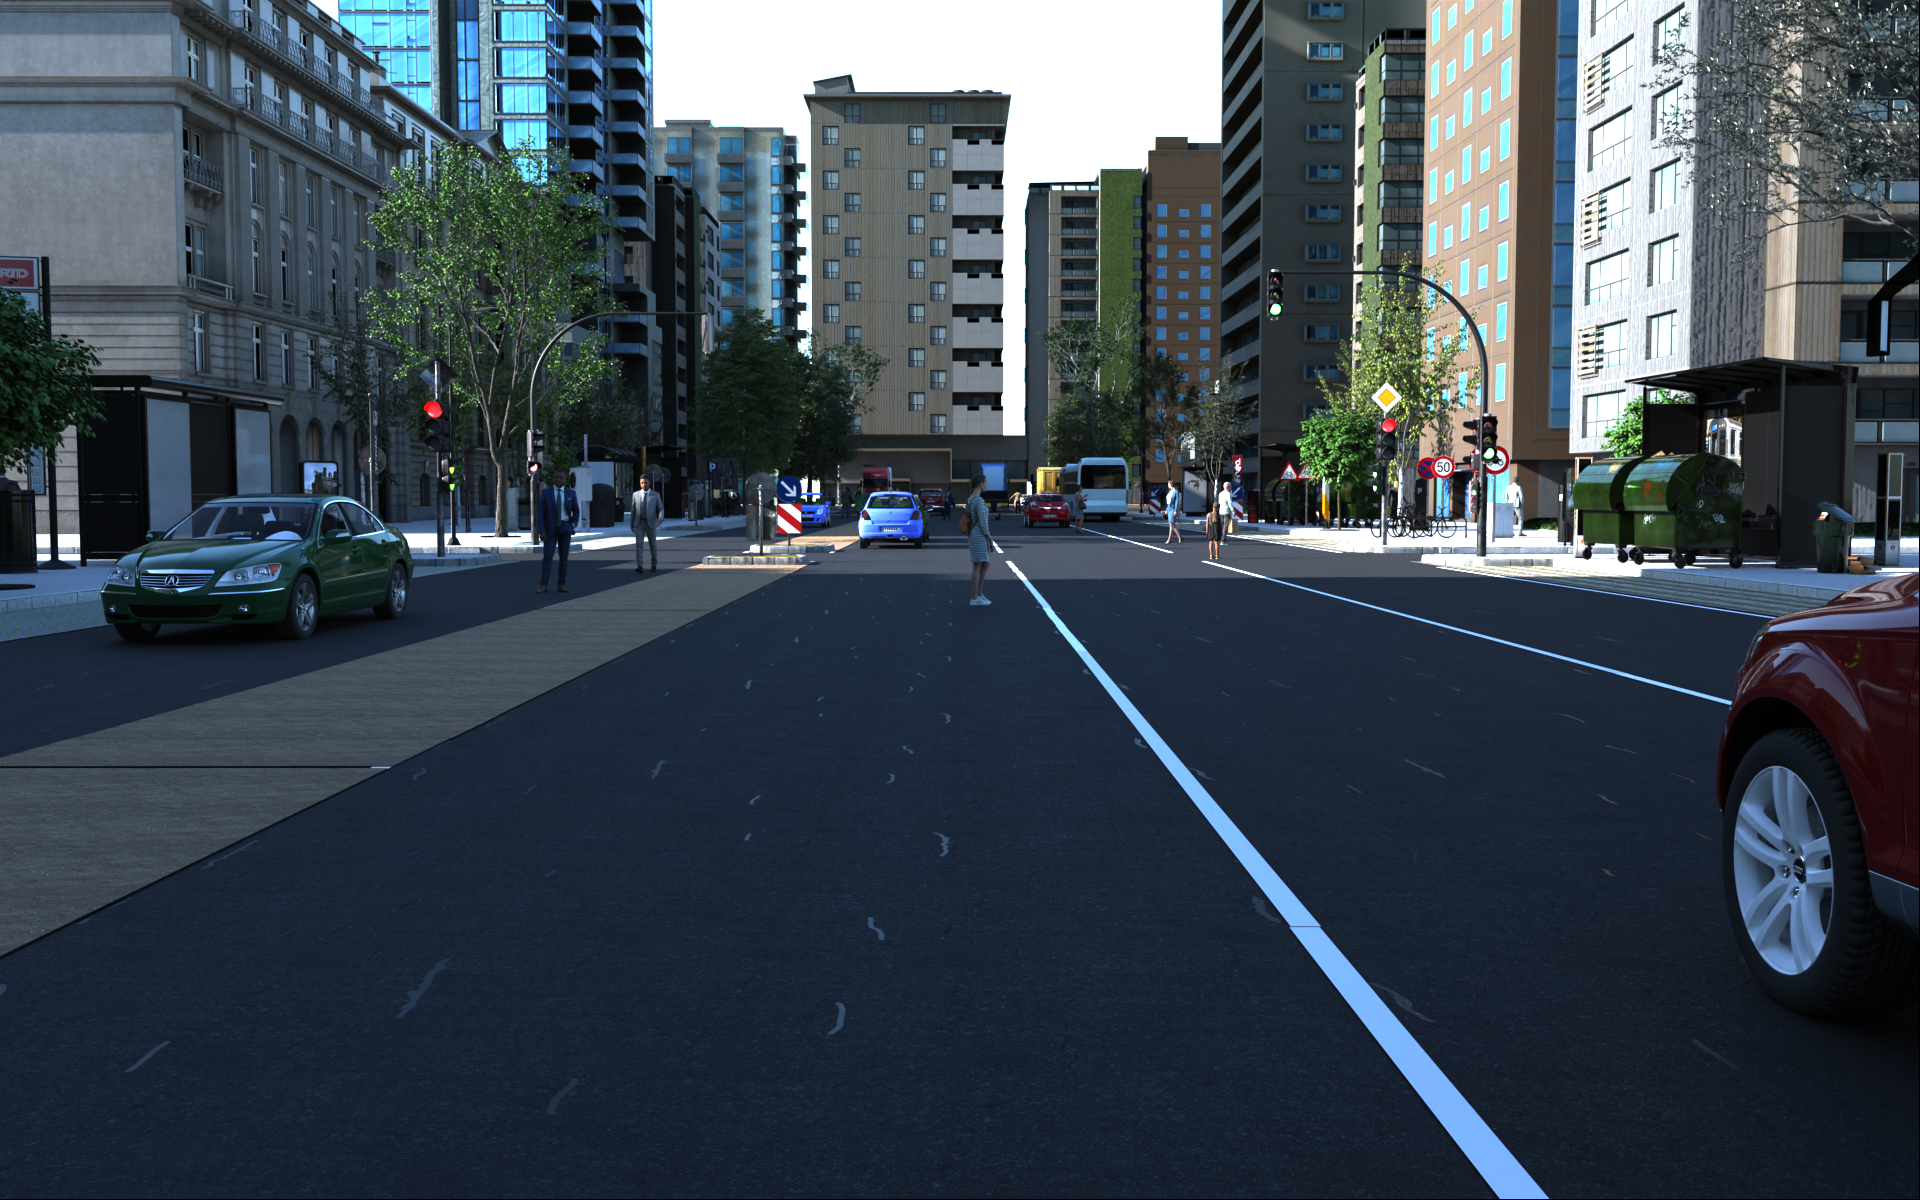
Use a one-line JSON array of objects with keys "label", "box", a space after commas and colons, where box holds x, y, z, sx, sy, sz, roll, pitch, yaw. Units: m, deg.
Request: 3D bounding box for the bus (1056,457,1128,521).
[{"label": "bus", "box": [7.080, -6.054, 93.838, 2.948, 3.499, 13.247, 0, 4, -1]}]

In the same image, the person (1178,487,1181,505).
[{"label": "person", "box": [18.328, -8.517, 144.926, 0.705, 1.869, 1.348, 1, 4, 12]}]

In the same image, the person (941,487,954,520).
[{"label": "person", "box": [-0.671, -5.300, 95.329, 0.721, 1.800, 0.419, 3, 4, 37]}]

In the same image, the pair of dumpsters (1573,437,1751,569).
[{"label": "pair of dumpsters", "box": [12.788, -1.788, 31.733, 1.574, 2.255, 4.437, 0, 4, 0]}]

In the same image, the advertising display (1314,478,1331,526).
[{"label": "advertising display", "box": [14.471, -3.902, 69.016, 0.974, 1.923, 0.123, -3, 4, -36]}]

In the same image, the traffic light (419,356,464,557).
[{"label": "traffic light", "box": [-10.599, -2.838, 35.321, 0.839, 4.253, 0.868, 0, 4, 0]}]

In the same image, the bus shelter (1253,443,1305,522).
[{"label": "bus shelter", "box": [15.315, -5.572, 82.388, 1.731, 3.624, 6.357, 0, 4, 0]}]

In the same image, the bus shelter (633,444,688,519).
[{"label": "bus shelter", "box": [-14.617, -5.724, 84.875, 1.731, 3.624, 6.357, 0, 4, 0]}]

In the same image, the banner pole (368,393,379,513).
[{"label": "banner pole", "box": [-14.549, -3.244, 43.057, 0.401, 3.779, 0.863, 0, 4, -4]}]

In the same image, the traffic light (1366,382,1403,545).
[{"label": "traffic light", "box": [10.633, -3.332, 43.399, 0.839, 4.253, 0.868, 0, 4, 0]}]

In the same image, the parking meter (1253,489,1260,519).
[{"label": "parking meter", "box": [15.073, -4.866, 87.975, 0.372, 1.533, 0.369, 0, 3, 0]}]

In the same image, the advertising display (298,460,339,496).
[{"label": "advertising display", "box": [-12.374, -1.727, 33.458, 0.123, 1.923, 0.974, 1, 4, 22]}]

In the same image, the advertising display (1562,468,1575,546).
[{"label": "advertising display", "box": [15.226, -2.292, 42.686, 0.974, 1.923, 0.123, -2, 4, -30]}]

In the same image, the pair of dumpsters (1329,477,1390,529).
[{"label": "pair of dumpsters", "box": [15.221, -3.906, 66.360, 1.574, 2.255, 4.437, 0, 4, 0]}]

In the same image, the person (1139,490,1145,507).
[{"label": "person", "box": [18.283, -10.200, 173.735, 0.530, 1.710, 0.541, -3, 5, -40]}]

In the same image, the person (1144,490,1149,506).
[{"label": "person", "box": [19.607, -10.618, 180.364, 1.217, 1.743, 0.721, 0, 4, 6]}]

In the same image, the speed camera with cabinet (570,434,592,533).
[{"label": "speed camera with cabinet", "box": [-12.909, -3.887, 57.882, 0.660, 3.252, 2.038, -2, 4, -32]}]

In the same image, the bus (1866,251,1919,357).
[{"label": "bus", "box": [7.462, -0.850, 5.451, 2.896, 3.916, 12.252, 0, 4, 0]}]

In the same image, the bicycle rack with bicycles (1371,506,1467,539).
[{"label": "bicycle rack with bicycles", "box": [13.411, -2.299, 50.971, 2.925, 0.926, 2.852, -1, 4, -17]}]

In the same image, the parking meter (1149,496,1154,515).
[{"label": "parking meter", "box": [12.069, -6.142, 108.825, 0.372, 1.533, 0.369, 0, 3, 0]}]

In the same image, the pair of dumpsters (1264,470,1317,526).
[{"label": "pair of dumpsters", "box": [13.828, -4.260, 72.138, 1.574, 2.255, 4.437, 0, 3, 0]}]

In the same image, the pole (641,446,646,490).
[{"label": "pole", "box": [-13.472, -4.890, 73.799, 0.158, 3.312, 0.155, 0, 3, 0]}]

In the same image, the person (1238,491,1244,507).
[{"label": "person", "box": [20.284, -7.258, 125.159, 0.683, 1.767, 0.568, 3, 5, 40]}]

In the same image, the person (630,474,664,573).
[{"label": "person", "box": [-5.713, -1.396, 31.603, 0.678, 1.792, 0.850, 0, 4, 2]}]

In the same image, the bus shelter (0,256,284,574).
[{"label": "bus shelter", "box": [-15.245, -3.322, 31.952, 2.179, 5.291, 8.768, 0, 3, 0]}]

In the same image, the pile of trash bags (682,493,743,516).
[{"label": "pile of trash bags", "box": [-14.924, -5.725, 103.355, 3.447, 1.369, 1.912, -1, 4, -12]}]

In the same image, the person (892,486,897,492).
[{"label": "person", "box": [-3.567, -5.087, 91.518, 0.795, 1.843, 0.661, 0, 4, -7]}]

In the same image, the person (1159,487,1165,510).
[{"label": "person", "box": [16.397, -8.254, 141.017, 0.705, 1.821, 1.348, -1, 4, -10]}]

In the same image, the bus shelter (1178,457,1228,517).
[{"label": "bus shelter", "box": [13.449, -6.259, 96.256, 2.014, 3.302, 5.546, 0, 4, 0]}]

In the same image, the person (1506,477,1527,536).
[{"label": "person", "box": [16.865, -2.840, 52.581, 0.635, 1.810, 0.391, 3, 5, 42]}]

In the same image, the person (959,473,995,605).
[{"label": "person", "box": [0.235, -0.783, 22.311, 0.522, 1.701, 0.512, -1, 4, -20]}]

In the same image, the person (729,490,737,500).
[{"label": "person", "box": [-24.914, -11.229, 189.714, 1.350, 1.814, 0.705, 2, 4, 26]}]

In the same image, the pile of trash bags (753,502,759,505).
[{"label": "pile of trash bags", "box": [-14.210, -6.099, 109.473, 3.447, 1.369, 1.912, -1, 4, -20]}]

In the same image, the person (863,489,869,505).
[{"label": "person", "box": [-6.238, -6.339, 112.542, 0.834, 1.777, 0.661, 1, 4, 22]}]

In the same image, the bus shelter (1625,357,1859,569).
[{"label": "bus shelter", "box": [14.586, -2.539, 32.788, 1.731, 3.624, 6.357, 0, 3, 0]}]

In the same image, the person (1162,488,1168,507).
[{"label": "person", "box": [19.114, -9.573, 162.570, 0.705, 1.822, 1.348, -3, 5, -40]}]

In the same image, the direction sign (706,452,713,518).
[{"label": "direction sign", "box": [-13.578, -6.219, 93.678, 0.379, 3.537, 0.876, 0, 4, 3]}]

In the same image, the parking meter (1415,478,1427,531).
[{"label": "parking meter", "box": [16.168, -3.364, 60.706, 0.255, 1.863, 0.399, -3, 5, -42]}]

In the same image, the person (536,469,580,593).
[{"label": "person", "box": [-5.904, -1.019, 25.335, 0.721, 1.800, 0.419, -2, 4, -29]}]

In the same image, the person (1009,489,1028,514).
[{"label": "person", "box": [4.137, -7.031, 123.468, 1.348, 1.823, 0.705, 1, 4, 15]}]

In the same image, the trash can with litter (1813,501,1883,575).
[{"label": "trash can with litter", "box": [14.345, -1.013, 27.947, 0.624, 1.170, 1.055, -2, 4, -31]}]

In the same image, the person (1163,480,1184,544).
[{"label": "person", "box": [6.105, -2.499, 49.382, 0.654, 1.822, 0.581, -1, 4, -10]}]

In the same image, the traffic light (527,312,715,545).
[{"label": "traffic light", "box": [-8.537, -4.201, 43.349, 4.771, 5.953, 1.251, 0, 4, 0]}]

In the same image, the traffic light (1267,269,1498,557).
[{"label": "traffic light", "box": [8.570, -3.706, 35.265, 4.771, 5.953, 1.251, 0, 4, 0]}]

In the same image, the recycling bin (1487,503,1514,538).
[{"label": "recycling bin", "box": [15.773, -2.346, 50.916, 0.722, 1.027, 0.722, -1, 4, -16]}]

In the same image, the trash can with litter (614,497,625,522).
[{"label": "trash can with litter", "box": [-15.756, -4.133, 78.966, 1.055, 1.170, 0.624, 3, 4, 39]}]

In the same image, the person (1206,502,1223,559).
[{"label": "person", "box": [5.651, -1.547, 38.461, 0.362, 1.253, 0.373, 2, 4, 25]}]

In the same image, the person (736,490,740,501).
[{"label": "person", "box": [-20.649, -9.456, 161.449, 0.445, 1.727, 0.742, -2, 4, -23]}]

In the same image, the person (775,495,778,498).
[{"label": "person", "box": [-16.534, -8.856, 150.920, 1.350, 1.814, 0.705, -2, 4, -25]}]

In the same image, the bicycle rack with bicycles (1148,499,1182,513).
[{"label": "bicycle rack with bicycles", "box": [14.590, -6.362, 117.408, 2.852, 0.926, 2.925, -3, 5, -42]}]

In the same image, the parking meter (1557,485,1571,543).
[{"label": "parking meter", "box": [16.038, -2.291, 45.877, 0.372, 1.533, 0.369, 0, 3, 0]}]

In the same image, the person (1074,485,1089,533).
[{"label": "person", "box": [4.466, -3.341, 63.477, 0.532, 1.782, 0.716, 0, 4, -5]}]

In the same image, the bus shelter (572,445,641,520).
[{"label": "bus shelter", "box": [-15.046, -4.912, 74.228, 2.014, 3.302, 5.546, 0, 3, 0]}]

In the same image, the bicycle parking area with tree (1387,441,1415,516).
[{"label": "bicycle parking area with tree", "box": [25.231, -6.666, 95.987, 9.016, 4.147, 8.231, 3, 5, 40]}]
